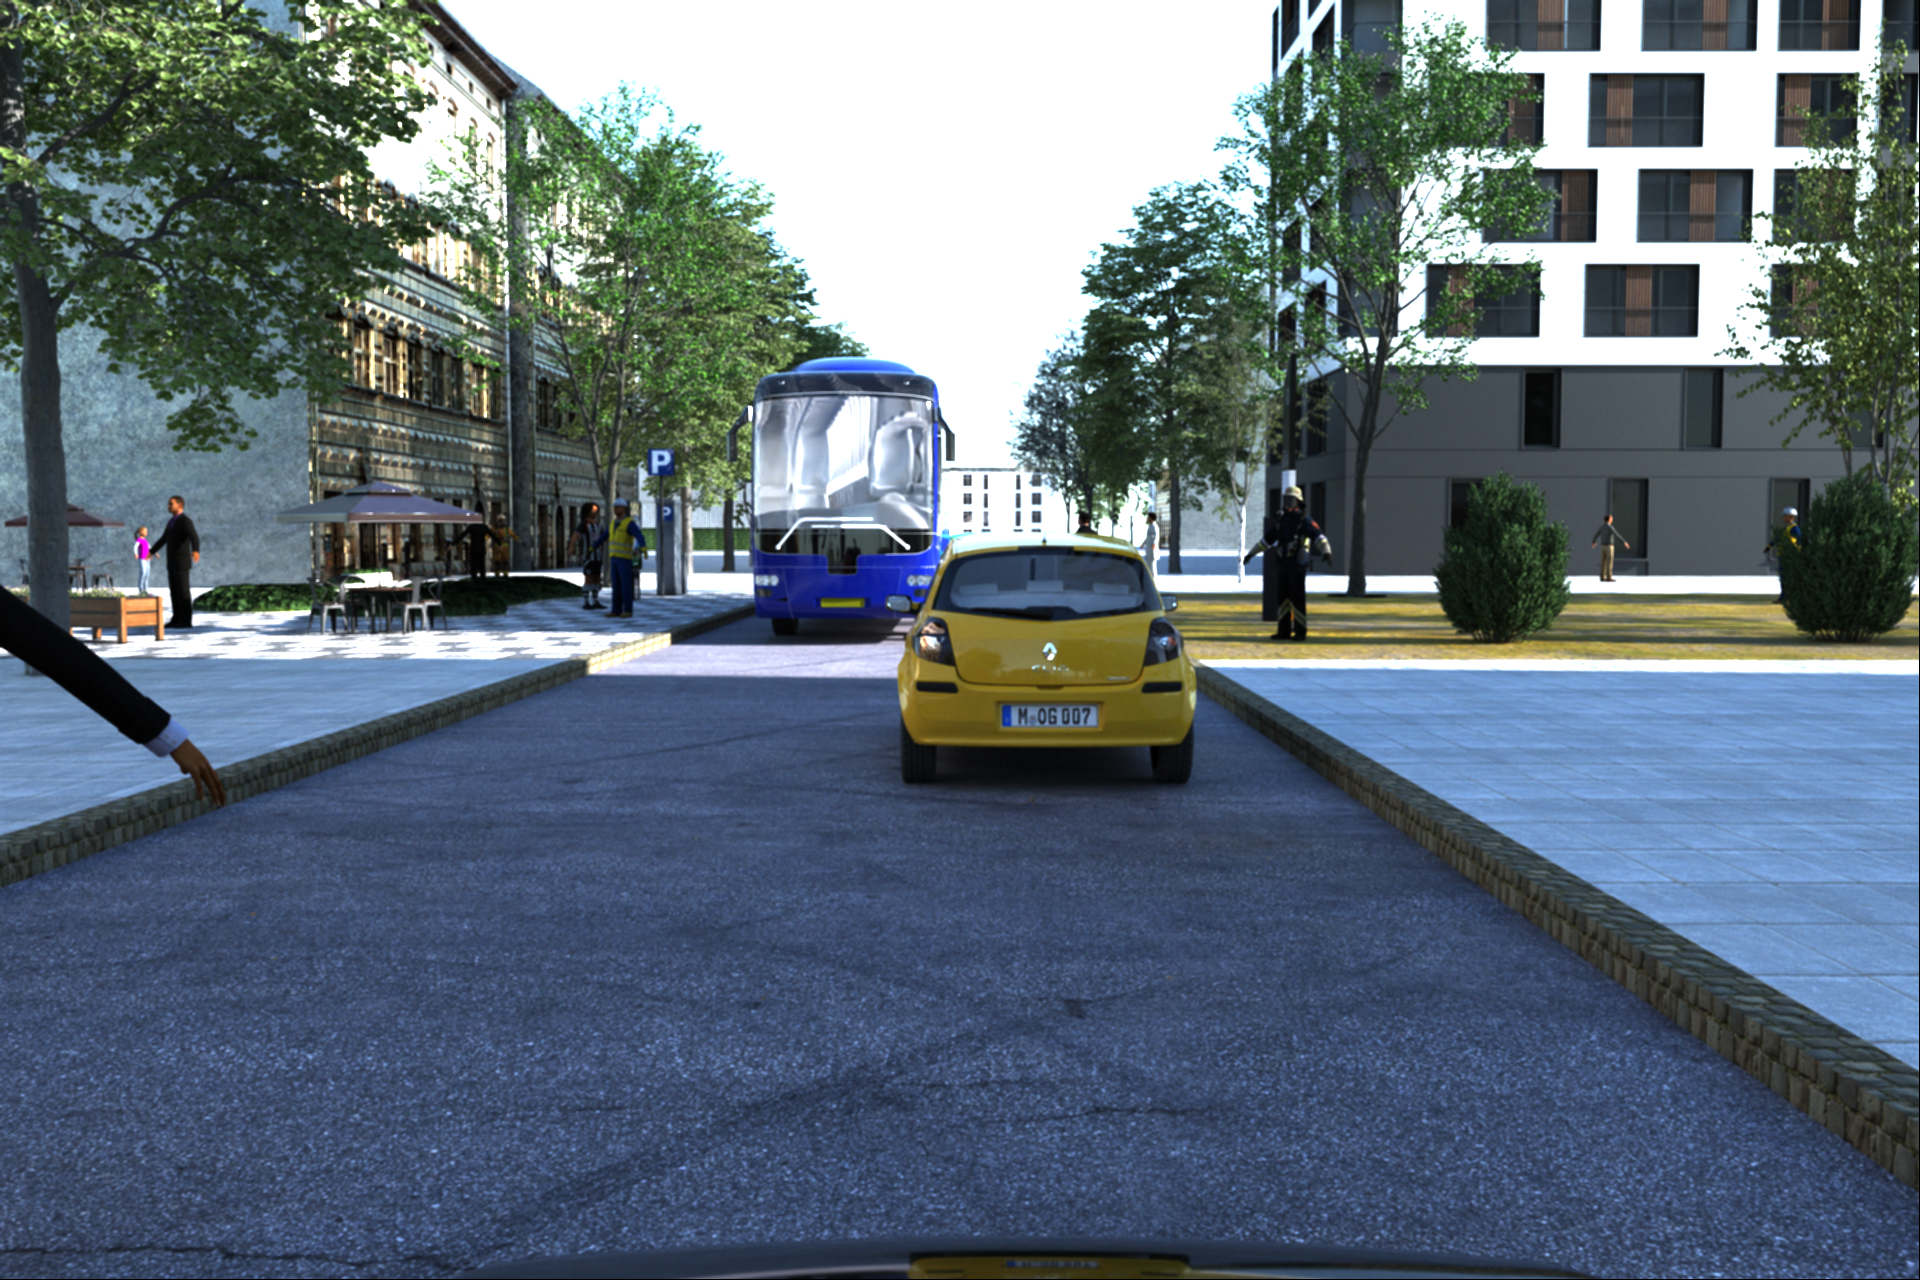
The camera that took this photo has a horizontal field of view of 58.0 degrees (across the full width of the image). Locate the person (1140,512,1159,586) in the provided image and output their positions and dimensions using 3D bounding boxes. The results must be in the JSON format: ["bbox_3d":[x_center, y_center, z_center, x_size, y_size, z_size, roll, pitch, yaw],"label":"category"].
[{"bbox_3d":[4.615,-2.189,41.978,0.705,1.806,1.347,0,4,-7],"label":"person"}]

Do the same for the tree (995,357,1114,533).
[{"bbox_3d":[7.273,-12.622,116.745,12.009,13.543,11.850,0,3,0],"label":"tree"}]

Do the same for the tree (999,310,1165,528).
[{"bbox_3d":[7.063,-11.283,94.854,12.009,13.543,11.850,0,3,0],"label":"tree"}]

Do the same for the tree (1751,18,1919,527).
[{"bbox_3d":[13.973,-4.597,25.516,4.737,8.622,4.395,0,3,0],"label":"tree"}]

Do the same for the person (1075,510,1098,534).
[{"bbox_3d":[2.113,-1.307,29.755,1.347,1.837,0.705,-3,4,-37],"label":"person"}]

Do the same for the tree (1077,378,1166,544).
[{"bbox_3d":[7.863,-7.781,77.581,4.360,8.622,3.978,0,3,0],"label":"tree"}]

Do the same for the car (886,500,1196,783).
[{"bbox_3d":[0.495,-0.072,11.400,2.015,1.641,3.980,0,3,0],"label":"car"}]

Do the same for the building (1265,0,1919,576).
[{"bbox_3d":[25.663,-13.726,68.398,27.936,21.610,32.646,0,3,0],"label":"building"}]

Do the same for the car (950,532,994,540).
[{"bbox_3d":[0.448,-1.694,36.485,1.959,1.807,4.718,0,4,1],"label":"car"}]

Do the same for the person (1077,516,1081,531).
[{"bbox_3d":[3.712,-2.901,53.364,0.705,1.837,1.347,2,4,32],"label":"person"}]

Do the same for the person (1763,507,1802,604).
[{"bbox_3d":[15.138,-1.553,31.857,0.721,1.772,1.216,0,4,-2],"label":"person"}]

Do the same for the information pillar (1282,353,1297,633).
[{"bbox_3d":[4.301,-1.915,22.662,0.183,3.616,0.504,0,4,0],"label":"information pillar"}]

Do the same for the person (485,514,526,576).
[{"bbox_3d":[-13.072,-2.667,49.374,1.354,1.858,0.705,-2,4,-27],"label":"person"}]

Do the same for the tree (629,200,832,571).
[{"bbox_3d":[-7.584,-8.648,59.520,7.486,12.596,7.792,0,3,0],"label":"tree"}]

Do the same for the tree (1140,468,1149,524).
[{"bbox_3d":[25.999,-18.200,215.689,7.486,12.596,7.792,0,3,0],"label":"tree"}]

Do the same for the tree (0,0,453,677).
[{"bbox_3d":[-8.765,-5.957,15.520,7.486,12.596,7.792,0,3,0],"label":"tree"}]

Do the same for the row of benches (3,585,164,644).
[{"bbox_3d":[-11.554,-0.347,21.130,4.104,0.672,1.422,1,4,21],"label":"row of benches"}]

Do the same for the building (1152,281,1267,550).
[{"bbox_3d":[26.563,-19.204,144.906,19.493,23.208,18.063,0,4,0],"label":"building"}]

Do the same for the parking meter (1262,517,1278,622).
[{"bbox_3d":[4.643,-1.043,25.468,0.372,1.533,0.369,0,3,0],"label":"parking meter"}]

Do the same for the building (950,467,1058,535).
[{"bbox_3d":[-1.825,-16.400,212.741,28.070,9.664,9.099,0,4,-6],"label":"building"}]

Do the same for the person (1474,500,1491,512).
[{"bbox_3d":[7.685,-1.206,25.569,0.705,1.847,1.347,2,4,33],"label":"person"}]

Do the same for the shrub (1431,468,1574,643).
[{"bbox_3d":[6.440,-1.010,20.560,1.661,2.075,1.752,0,3,0],"label":"shrub"}]

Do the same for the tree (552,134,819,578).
[{"bbox_3d":[-8.027,-8.083,50.287,7.486,12.596,7.792,0,3,0],"label":"tree"}]

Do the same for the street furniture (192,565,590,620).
[{"bbox_3d":[-9.807,-0.934,30.899,5.734,0.657,10.072,0,4,1],"label":"street furniture"}]

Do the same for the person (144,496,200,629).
[{"bbox_3d":[-10.689,-1.064,23.629,1.346,1.802,0.704,3,4,38],"label":"person"}]

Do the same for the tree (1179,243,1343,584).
[{"bbox_3d":[7.065,-5.757,44.492,4.360,8.622,3.978,0,3,0],"label":"tree"}]

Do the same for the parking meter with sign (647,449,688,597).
[{"bbox_3d":[-6.075,-2.447,36.276,0.543,3.016,1.738,0,4,2],"label":"parking meter with sign"}]

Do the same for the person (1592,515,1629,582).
[{"bbox_3d":[17.387,-2.459,46.470,0.705,1.796,1.348,-1,4,-21],"label":"person"}]

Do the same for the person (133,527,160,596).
[{"bbox_3d":[-16.784,-1.619,35.733,0.599,1.433,0.991,0,4,0],"label":"person"}]

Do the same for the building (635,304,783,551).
[{"bbox_3d":[-24.153,-17.276,148.919,16.747,18.905,31.486,0,4,1],"label":"building"}]

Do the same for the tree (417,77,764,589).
[{"bbox_3d":[-8.444,-7.041,40.869,9.928,11.665,9.643,0,3,0],"label":"tree"}]

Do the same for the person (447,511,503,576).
[{"bbox_3d":[-10.879,-2.008,39.010,1.347,1.806,0.705,-3,5,-43],"label":"person"}]

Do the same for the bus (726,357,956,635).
[{"bbox_3d":[-1.475,-2.223,27.885,2.896,3.916,12.251,0,4,0],"label":"bus"}]

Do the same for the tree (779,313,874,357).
[{"bbox_3d":[-7.836,-11.753,98.821,9.857,13.997,8.962,0,3,0],"label":"tree"}]

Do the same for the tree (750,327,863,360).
[{"bbox_3d":[-7.789,-9.809,86.137,9.928,11.665,9.643,0,3,0],"label":"tree"}]

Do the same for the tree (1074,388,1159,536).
[{"bbox_3d":[7.528,-8.090,82.631,4.737,8.622,4.395,0,3,0],"label":"tree"}]

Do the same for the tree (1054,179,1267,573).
[{"bbox_3d":[6.679,-8.445,56.205,7.486,12.596,7.792,0,3,0],"label":"tree"}]

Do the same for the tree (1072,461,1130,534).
[{"bbox_3d":[17.297,-18.005,212.510,7.486,12.596,7.792,0,3,0],"label":"tree"}]

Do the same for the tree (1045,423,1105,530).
[{"bbox_3d":[7.309,-9.422,104.407,4.737,8.622,4.395,0,3,0],"label":"tree"}]

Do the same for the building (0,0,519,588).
[{"bbox_3d":[-24.505,-13.355,49.275,19.493,23.208,18.063,0,3,0],"label":"building"}]

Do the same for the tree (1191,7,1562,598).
[{"bbox_3d":[8.245,-6.678,34.936,9.928,11.665,9.643,0,3,0],"label":"tree"}]

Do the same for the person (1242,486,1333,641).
[{"bbox_3d":[3.991,-0.926,20.912,0.705,1.856,1.354,-3,5,-39],"label":"person"}]

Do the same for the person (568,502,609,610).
[{"bbox_3d":[-6.248,-1.427,29.479,0.704,1.843,1.345,2,4,28],"label":"person"}]

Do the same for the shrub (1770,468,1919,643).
[{"bbox_3d":[10.615,-1.017,20.667,1.661,2.075,1.752,0,3,0],"label":"shrub"}]

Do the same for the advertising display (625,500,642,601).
[{"bbox_3d":[-6.290,-1.721,33.345,0.123,1.923,0.974,0,4,2],"label":"advertising display"}]

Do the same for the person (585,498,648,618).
[{"bbox_3d":[-5.234,-1.264,26.629,1.349,1.833,0.705,3,4,36],"label":"person"}]

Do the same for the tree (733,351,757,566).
[{"bbox_3d":[-8.175,-7.251,68.924,4.737,8.622,4.395,0,3,0],"label":"tree"}]

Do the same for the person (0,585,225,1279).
[{"bbox_3d":[-2.002,0.366,3.200,1.216,1.740,0.721,0,4,-7],"label":"person"}]

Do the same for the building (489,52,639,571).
[{"bbox_3d":[-23.836,-14.519,68.313,19.493,23.208,18.063,0,4,1],"label":"building"}]

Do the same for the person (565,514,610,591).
[{"bbox_3d":[-8.275,-2.011,39.009,0.705,1.813,1.348,3,5,40],"label":"person"}]

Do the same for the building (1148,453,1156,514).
[{"bbox_3d":[24.041,-13.849,168.574,9.099,9.664,28.070,0,4,1],"label":"building"}]

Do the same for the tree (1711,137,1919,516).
[{"bbox_3d":[16.217,-4.962,31.492,4.737,8.622,4.395,0,3,0],"label":"tree"}]
